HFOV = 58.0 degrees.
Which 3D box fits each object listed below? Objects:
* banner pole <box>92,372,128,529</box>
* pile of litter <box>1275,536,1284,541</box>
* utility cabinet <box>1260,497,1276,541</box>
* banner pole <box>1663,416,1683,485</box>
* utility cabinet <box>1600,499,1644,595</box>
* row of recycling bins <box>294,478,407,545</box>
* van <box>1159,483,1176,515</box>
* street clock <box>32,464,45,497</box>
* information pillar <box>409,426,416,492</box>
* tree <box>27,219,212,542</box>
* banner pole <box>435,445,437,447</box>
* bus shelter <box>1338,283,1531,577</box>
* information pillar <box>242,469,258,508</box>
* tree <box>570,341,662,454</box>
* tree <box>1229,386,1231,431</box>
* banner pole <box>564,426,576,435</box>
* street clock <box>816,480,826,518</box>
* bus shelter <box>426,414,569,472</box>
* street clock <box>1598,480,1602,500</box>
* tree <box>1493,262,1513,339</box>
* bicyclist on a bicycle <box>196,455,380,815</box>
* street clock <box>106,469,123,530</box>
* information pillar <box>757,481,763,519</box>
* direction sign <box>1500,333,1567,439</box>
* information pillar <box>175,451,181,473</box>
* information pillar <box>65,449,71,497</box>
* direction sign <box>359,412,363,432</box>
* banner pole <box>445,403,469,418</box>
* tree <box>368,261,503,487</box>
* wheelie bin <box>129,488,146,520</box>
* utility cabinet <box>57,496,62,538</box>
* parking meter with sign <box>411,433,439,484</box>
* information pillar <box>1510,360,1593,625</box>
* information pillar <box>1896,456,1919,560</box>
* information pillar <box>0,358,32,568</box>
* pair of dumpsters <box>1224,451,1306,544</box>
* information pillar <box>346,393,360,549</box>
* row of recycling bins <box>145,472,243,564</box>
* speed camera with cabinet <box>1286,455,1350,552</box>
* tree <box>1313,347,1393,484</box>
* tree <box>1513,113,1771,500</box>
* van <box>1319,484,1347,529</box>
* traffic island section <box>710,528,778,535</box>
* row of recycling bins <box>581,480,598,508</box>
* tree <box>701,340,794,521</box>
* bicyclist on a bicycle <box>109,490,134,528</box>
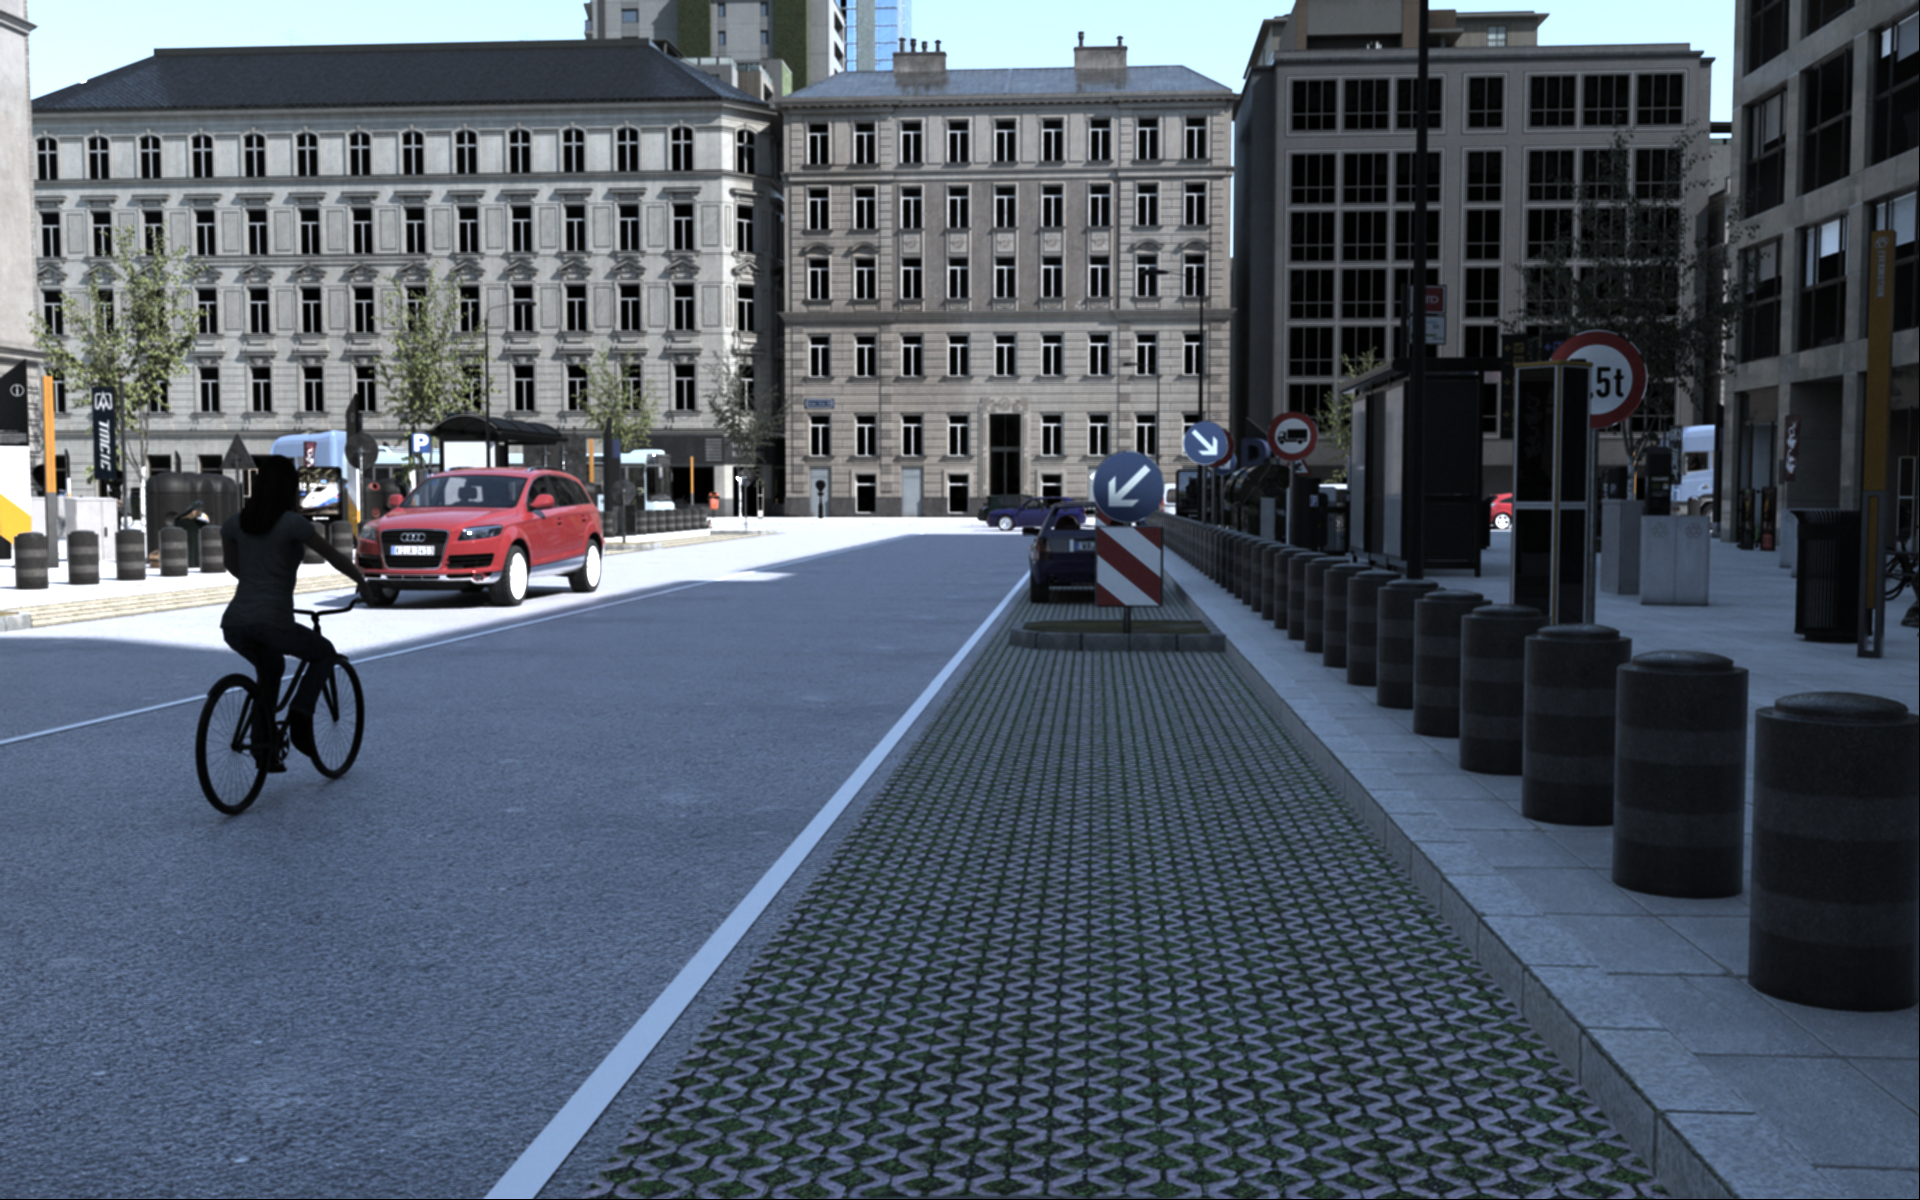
[{"bbox_3d":[-17.418,-2.789,35.616,0.863,3.779,0.401,0,4,2],"label":"banner pole"},{"bbox_3d":[8.054,-1.957,45.963,1.719,0.858,1.176,3,4,39],"label":"pile of litter"},{"bbox_3d":[6.198,-1.447,34.828,0.306,1.237,1.020,1,4,11],"label":"utility cabinet"},{"bbox_3d":[22.777,-4.008,55.546,0.401,3.779,0.863,-2,4,-34],"label":"banner pole"},{"bbox_3d":[8.615,-0.696,22.539,0.306,1.237,1.020,0,4,7],"label":"utility cabinet"},{"bbox_3d":[-15.326,-2.238,43.707,1.069,1.692,3.534,1,4,21],"label":"row of recycling bins"},{"bbox_3d":[9.739,-3.684,67.237,4.112,2.044,2.013,0,4,6],"label":"van"},{"bbox_3d":[-22.293,-2.300,42.183,0.471,2.002,0.358,-2,4,-32],"label":"street clock"},{"bbox_3d":[-18.677,-4.143,59.091,0.183,3.616,0.504,0,4,-2],"label":"information pillar"},{"bbox_3d":[-22.014,-5.850,46.009,4.737,8.622,4.395,0,3,0],"label":"tree"},{"bbox_3d":[-26.529,-6.023,88.485,0.401,3.779,0.863,3,5,44],"label":"banner pole"},{"bbox_3d":[8.043,-3.254,30.838,2.179,5.291,8.768,0,4,5],"label":"bus shelter"},{"bbox_3d":[-20.544,-2.793,50.163,0.304,2.012,0.304,2,4,28],"label":"information pillar"},{"bbox_3d":[-16.693,-8.191,84.287,4.737,8.622,4.395,0,3,0],"label":"tree"},{"bbox_3d":[18.714,-10.060,114.848,4.737,8.622,4.395,0,3,0],"label":"tree"},{"bbox_3d":[-14.257,-4.494,63.502,0.401,3.779,0.863,2,4,27],"label":"banner pole"},{"bbox_3d":[-7.323,-5.288,91.032,0.471,2.002,0.358,1,4,22],"label":"street clock"},{"bbox_3d":[-12.314,-3.221,46.587,2.014,3.302,5.546,0,4,4],"label":"bus shelter"},{"bbox_3d":[32.274,-5.045,87.056,0.471,2.002,0.358,-3,5,-40],"label":"street clock"},{"bbox_3d":[16.845,-5.936,47.423,4.360,8.622,3.978,0,3,0],"label":"tree"},{"bbox_3d":[-3.198,0.111,8.204,1.499,1.676,1.625,0,4,6],"label":"bicyclist on a bicycle"},{"bbox_3d":[-27.611,-3.179,56.550,0.471,2.002,0.358,2,4,28],"label":"street clock"},{"bbox_3d":[-10.120,-5.092,87.749,0.304,2.012,0.304,0,4,-6],"label":"information pillar"},{"bbox_3d":[8.099,-1.989,24.522,0.876,3.537,0.379,1,4,21],"label":"direction sign"},{"bbox_3d":[-42.122,-6.239,93.356,0.504,3.616,0.183,3,5,42],"label":"information pillar"},{"bbox_3d":[-46.113,-6.005,89.529,0.183,3.616,0.504,-3,5,-41],"label":"information pillar"},{"bbox_3d":[-16.772,-3.449,48.386,0.379,3.537,0.876,-2,4,-30],"label":"direction sign"},{"bbox_3d":[-13.749,-3.524,47.632,0.401,3.779,0.863,3,5,41],"label":"banner pole"},{"bbox_3d":[-17.055,-6.441,55.680,4.737,8.622,4.395,0,3,0],"label":"tree"},{"bbox_3d":[-44.708,-5.282,94.271,0.980,1.594,0.693,-2,4,-26],"label":"wheelie bin"},{"bbox_3d":[-26.663,-2.473,51.589,0.306,1.237,1.020,-1,4,-23],"label":"utility cabinet"},{"bbox_3d":[-15.078,-3.233,49.116,0.543,3.016,1.738,-2,4,-30],"label":"parking meter with sign"},{"bbox_3d":[3.313,-0.321,9.737,0.304,2.012,0.304,-3,4,-36],"label":"information pillar"},{"bbox_3d":[18.429,-1.785,33.685,0.304,2.012,0.304,3,5,41],"label":"information pillar"},{"bbox_3d":[-16.312,-2.357,29.899,0.504,3.616,0.183,-2,4,-23],"label":"information pillar"},{"bbox_3d":[7.264,-2.382,41.437,1.574,2.255,4.437,0,4,4],"label":"pair of dumpsters"},{"bbox_3d":[-14.173,-3.006,40.499,0.504,3.616,0.183,3,5,44],"label":"information pillar"},{"bbox_3d":[-14.682,-1.601,33.293,1.069,1.692,3.534,0,4,-7],"label":"row of recycling bins"},{"bbox_3d":[8.293,-2.688,38.287,2.038,3.252,0.660,0,4,-5],"label":"speed camera with cabinet"},{"bbox_3d":[19.964,-8.371,87.227,4.737,8.622,4.395,0,3,0],"label":"tree"},{"bbox_3d":[13.559,-5.126,34.166,4.360,8.622,3.978,0,3,0],"label":"tree"},{"bbox_3d":[14.155,-3.925,71.193,4.112,2.044,2.013,0,4,4],"label":"van"},{"bbox_3d":[-7.748,-2.465,62.579,2.009,0.180,2.903,0,4,4],"label":"traffic island section"},{"bbox_3d":[-11.841,-2.710,51.419,1.069,1.692,3.534,1,4,19],"label":"row of recycling bins"},{"bbox_3d":[-10.369,-8.114,83.022,4.360,8.622,3.978,0,3,0],"label":"tree"},{"bbox_3d":[-35.750,-3.872,73.324,1.625,1.676,1.499,0,4,5],"label":"bicyclist on a bicycle"}]
